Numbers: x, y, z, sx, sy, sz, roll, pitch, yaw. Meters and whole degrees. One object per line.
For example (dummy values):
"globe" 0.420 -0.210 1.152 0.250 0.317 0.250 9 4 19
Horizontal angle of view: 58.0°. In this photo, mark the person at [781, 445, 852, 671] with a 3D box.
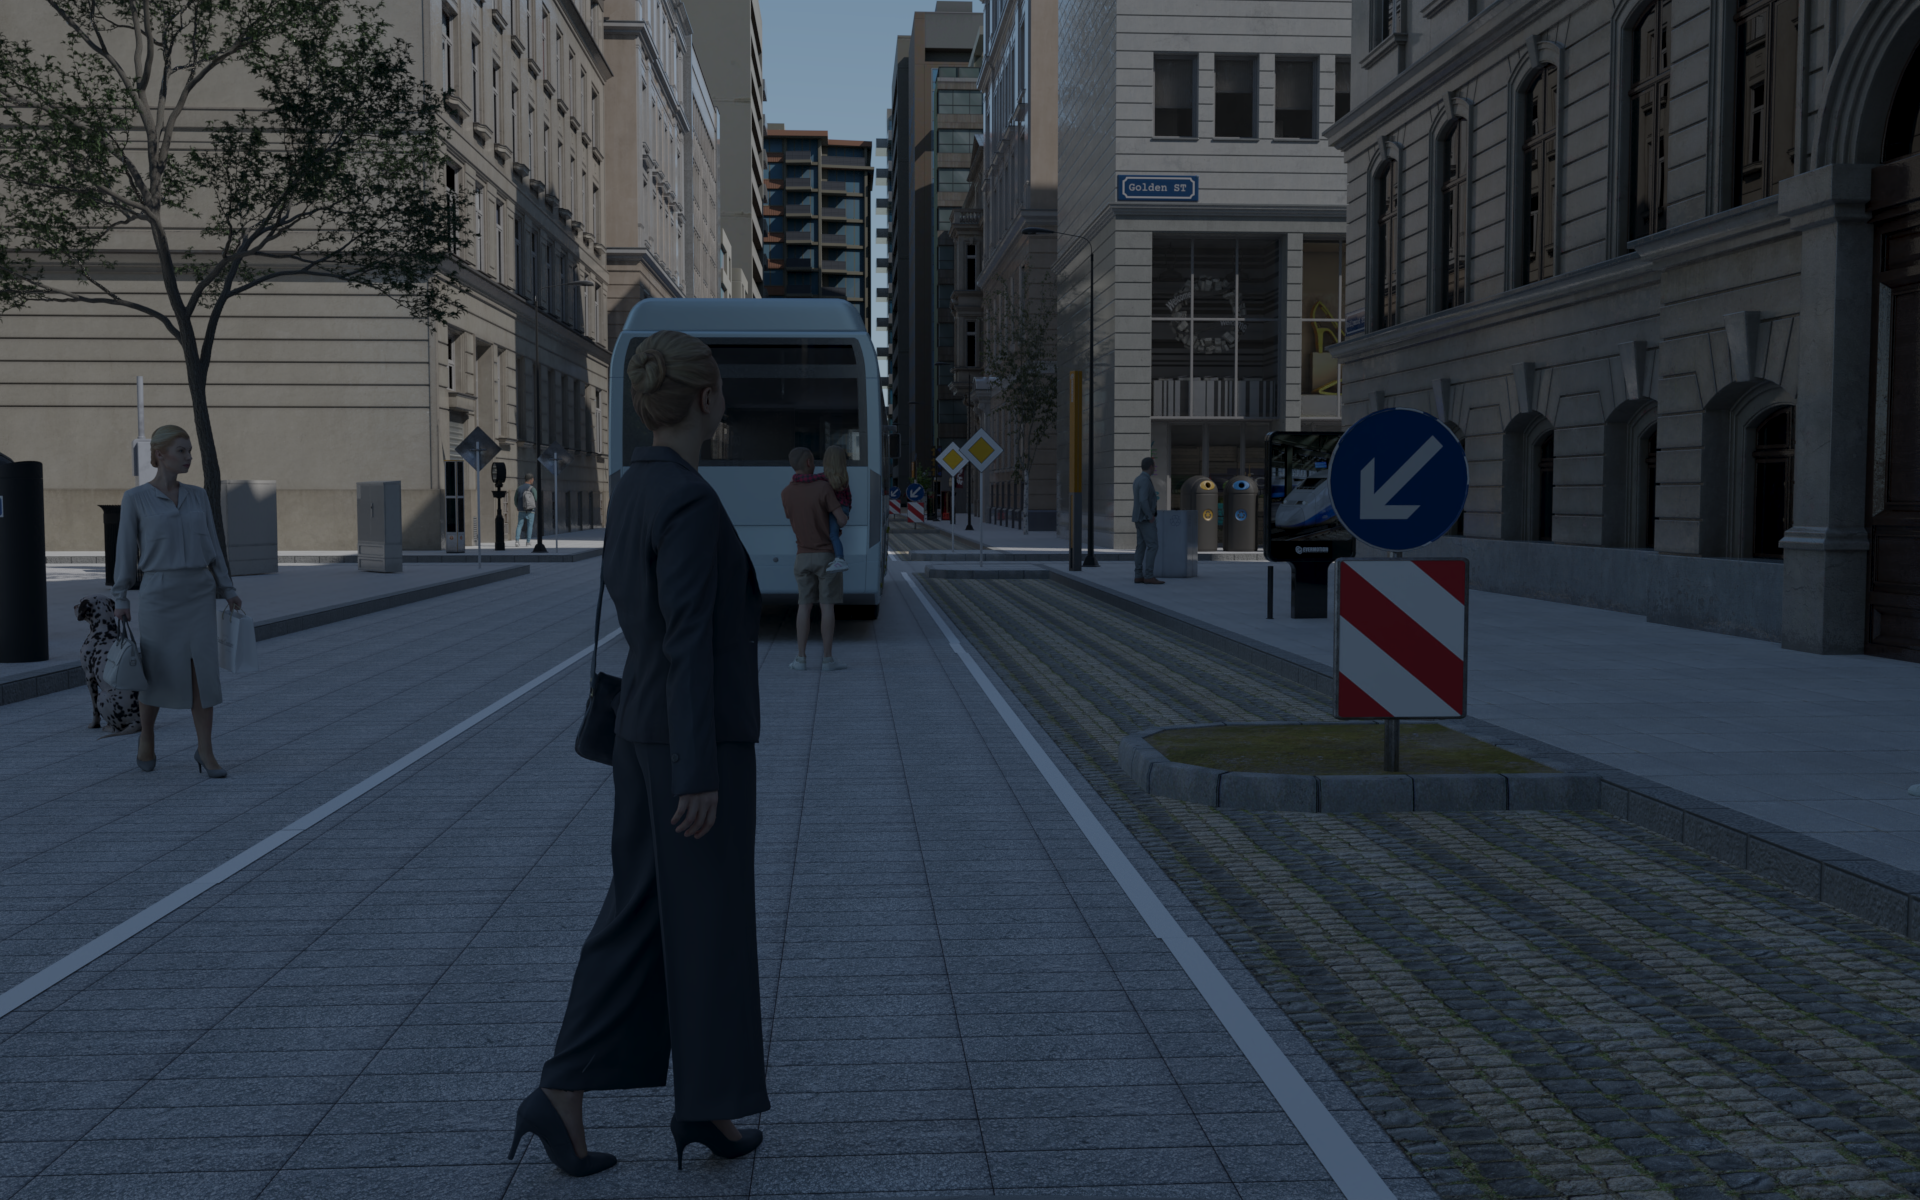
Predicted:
"person" -1.132 -0.347 14.142 0.580 1.828 0.573 -2 4 -25

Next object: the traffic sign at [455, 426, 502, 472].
"traffic sign" -8.284 -1.686 29.759 0.795 2.593 0.064 0 4 -4

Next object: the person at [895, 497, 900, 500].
"person" -5.527 -8.717 151.793 0.421 1.427 0.697 2 4 29

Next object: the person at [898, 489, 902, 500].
"person" -5.718 -9.424 160.647 0.721 1.766 1.217 -2 4 -31

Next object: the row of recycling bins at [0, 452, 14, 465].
"row of recycling bins" -9.749 -0.454 14.534 3.534 1.692 1.069 -1 4 -16

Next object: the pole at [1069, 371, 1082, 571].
"pole" 1.920 -2.135 28.758 0.158 3.312 0.155 0 3 0

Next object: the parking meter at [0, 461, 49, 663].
"parking meter" -7.215 -0.297 13.272 0.372 1.533 0.369 0 3 0

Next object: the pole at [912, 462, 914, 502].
"pole" -2.968 -7.141 110.593 0.158 3.312 0.155 0 3 0

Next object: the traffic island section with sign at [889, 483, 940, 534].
"traffic island section with sign" -1.765 -3.345 63.317 1.989 1.847 2.006 0 4 -4

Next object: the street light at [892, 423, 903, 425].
"street light" -3.750 -8.610 113.320 1.470 5.913 1.316 0 4 -4

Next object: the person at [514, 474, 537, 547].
"person" -10.580 -2.194 42.257 0.623 1.781 0.721 0 4 -5

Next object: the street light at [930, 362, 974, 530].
"street light" -0.206 -5.420 61.157 1.470 5.913 1.316 0 4 -4

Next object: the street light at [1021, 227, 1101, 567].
"street light" 1.766 -3.536 30.358 1.470 5.913 1.316 0 4 -4

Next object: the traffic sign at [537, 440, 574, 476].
"traffic sign" -8.812 -2.174 37.727 0.795 2.593 0.064 0 4 -4

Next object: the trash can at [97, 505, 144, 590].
"trash can" -11.171 -0.712 23.294 0.748 1.137 0.748 0 3 0

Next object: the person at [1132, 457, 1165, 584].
"person" 2.655 -1.141 24.805 0.391 1.810 0.635 -1 4 -16

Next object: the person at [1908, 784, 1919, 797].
"person" 4.304 -0.017 7.064 0.760 1.731 0.466 3 5 45

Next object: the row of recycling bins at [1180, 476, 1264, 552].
"row of recycling bins" 6.674 -1.926 38.597 3.534 1.692 1.069 1 4 9

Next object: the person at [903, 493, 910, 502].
"person" -3.938 -7.877 134.777 1.348 1.831 0.705 3 4 37

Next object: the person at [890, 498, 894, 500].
"person" -5.882 -8.964 153.410 0.445 1.727 0.742 2 4 29

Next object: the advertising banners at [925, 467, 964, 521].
"advertising banners" -0.709 -5.371 84.009 2.074 3.025 0.090 1 4 19

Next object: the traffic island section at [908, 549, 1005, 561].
"traffic island section" -0.112 -0.984 38.364 2.009 0.180 2.903 0 4 -4

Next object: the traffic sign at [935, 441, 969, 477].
"traffic sign" -0.135 -2.207 38.279 0.795 2.593 0.064 0 4 -4

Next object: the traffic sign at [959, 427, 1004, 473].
"traffic sign" 0.393 -1.720 30.312 0.795 2.593 0.064 0 4 -4

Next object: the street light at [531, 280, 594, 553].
"street light" -8.659 -3.990 37.777 1.470 5.913 1.316 0 4 -4

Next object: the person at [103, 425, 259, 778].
"person" -3.996 0.000 8.857 0.694 1.780 0.624 -2 4 -33

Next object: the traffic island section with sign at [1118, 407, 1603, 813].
"traffic island section with sign" 1.851 -0.004 8.690 1.989 1.847 2.006 0 4 -4

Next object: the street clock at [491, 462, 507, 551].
"street clock" -10.442 -2.121 39.253 0.358 2.002 0.471 -2 4 -30

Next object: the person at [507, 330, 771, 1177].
"person" -0.622 0.324 3.627 0.576 1.772 0.534 3 4 38

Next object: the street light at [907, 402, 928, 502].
"street light" -1.914 -7.010 87.152 1.470 5.913 1.316 0 4 -4

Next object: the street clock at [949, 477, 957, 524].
"street clock" -0.303 -4.221 73.585 0.358 2.002 0.471 -1 4 -19

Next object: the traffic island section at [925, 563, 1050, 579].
"traffic island section" 0.416 -0.496 30.396 2.009 0.180 2.903 0 4 -4
